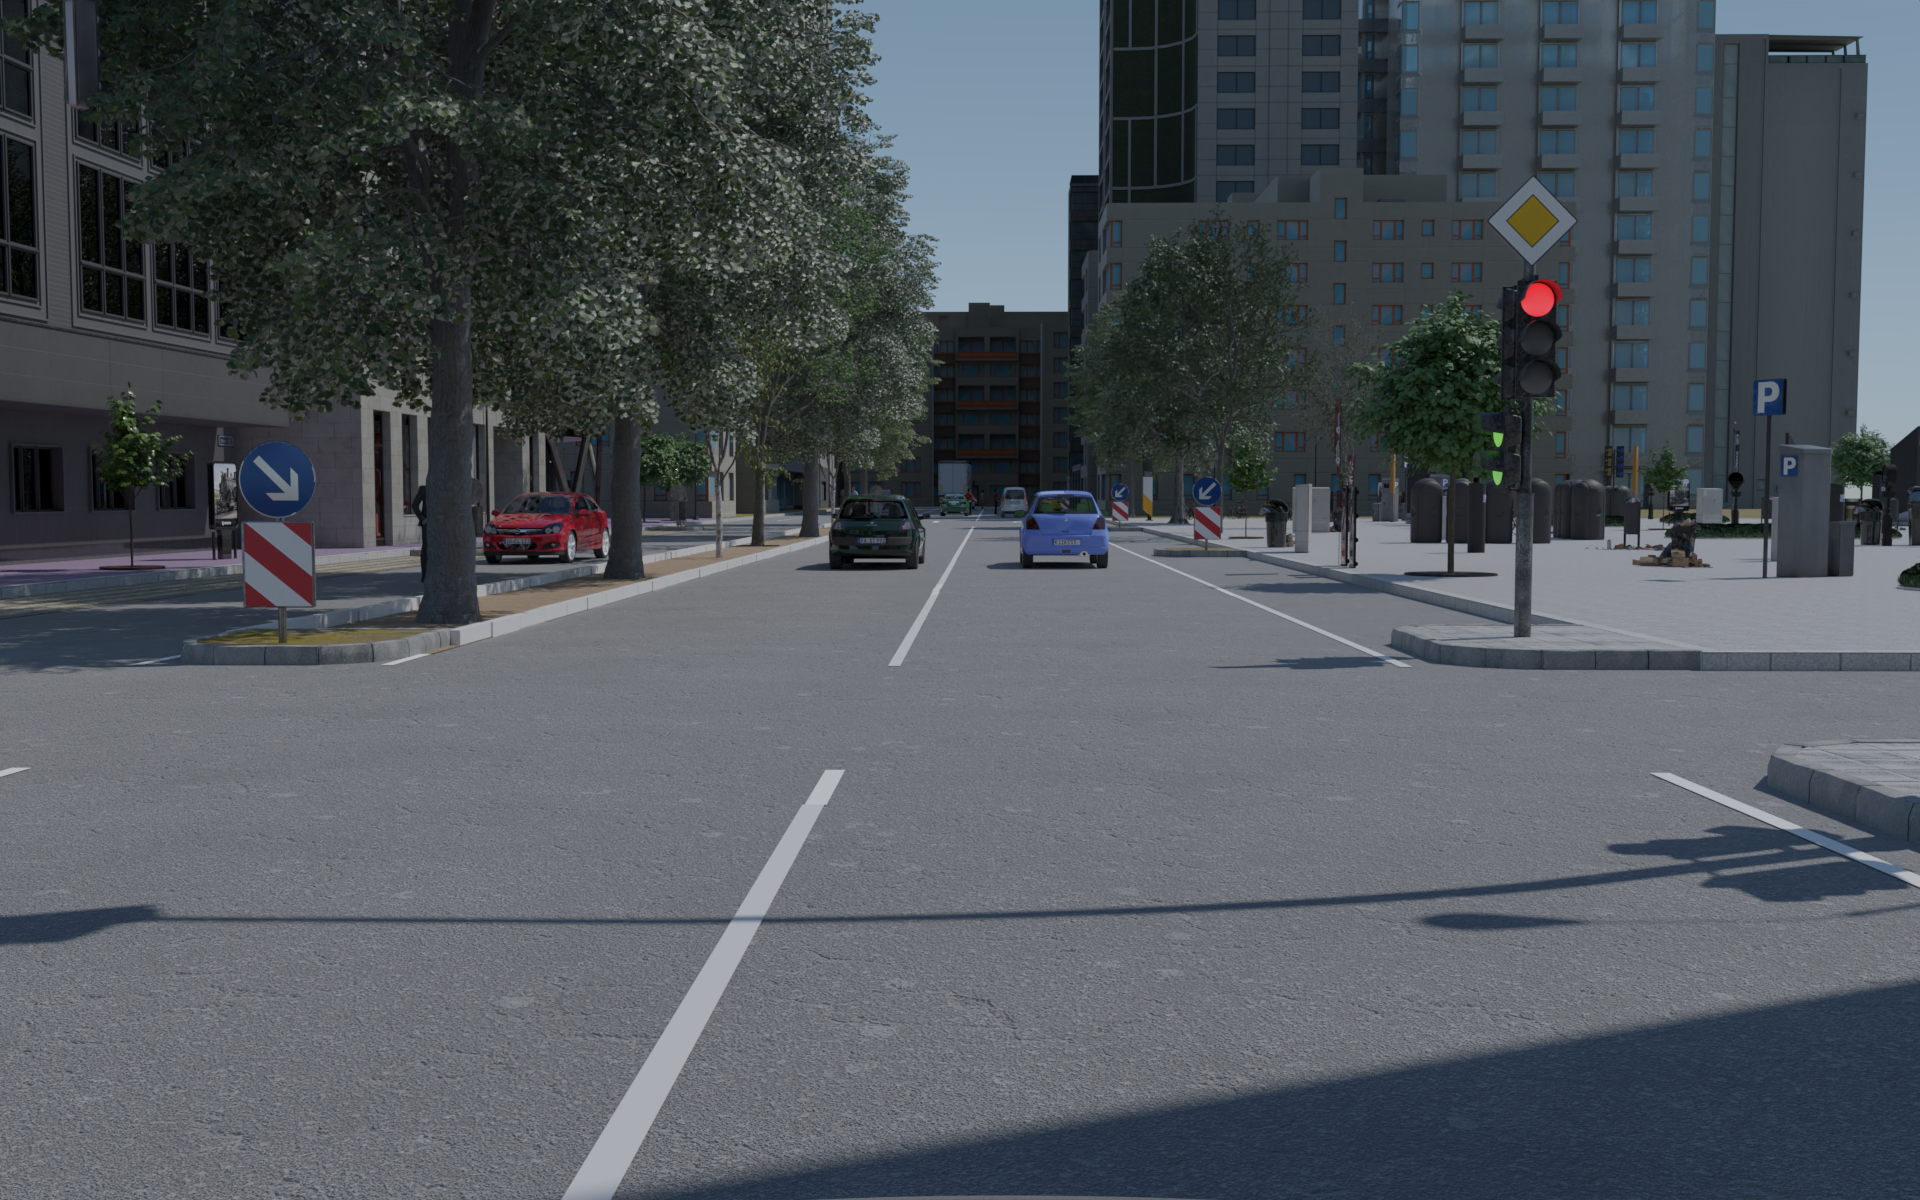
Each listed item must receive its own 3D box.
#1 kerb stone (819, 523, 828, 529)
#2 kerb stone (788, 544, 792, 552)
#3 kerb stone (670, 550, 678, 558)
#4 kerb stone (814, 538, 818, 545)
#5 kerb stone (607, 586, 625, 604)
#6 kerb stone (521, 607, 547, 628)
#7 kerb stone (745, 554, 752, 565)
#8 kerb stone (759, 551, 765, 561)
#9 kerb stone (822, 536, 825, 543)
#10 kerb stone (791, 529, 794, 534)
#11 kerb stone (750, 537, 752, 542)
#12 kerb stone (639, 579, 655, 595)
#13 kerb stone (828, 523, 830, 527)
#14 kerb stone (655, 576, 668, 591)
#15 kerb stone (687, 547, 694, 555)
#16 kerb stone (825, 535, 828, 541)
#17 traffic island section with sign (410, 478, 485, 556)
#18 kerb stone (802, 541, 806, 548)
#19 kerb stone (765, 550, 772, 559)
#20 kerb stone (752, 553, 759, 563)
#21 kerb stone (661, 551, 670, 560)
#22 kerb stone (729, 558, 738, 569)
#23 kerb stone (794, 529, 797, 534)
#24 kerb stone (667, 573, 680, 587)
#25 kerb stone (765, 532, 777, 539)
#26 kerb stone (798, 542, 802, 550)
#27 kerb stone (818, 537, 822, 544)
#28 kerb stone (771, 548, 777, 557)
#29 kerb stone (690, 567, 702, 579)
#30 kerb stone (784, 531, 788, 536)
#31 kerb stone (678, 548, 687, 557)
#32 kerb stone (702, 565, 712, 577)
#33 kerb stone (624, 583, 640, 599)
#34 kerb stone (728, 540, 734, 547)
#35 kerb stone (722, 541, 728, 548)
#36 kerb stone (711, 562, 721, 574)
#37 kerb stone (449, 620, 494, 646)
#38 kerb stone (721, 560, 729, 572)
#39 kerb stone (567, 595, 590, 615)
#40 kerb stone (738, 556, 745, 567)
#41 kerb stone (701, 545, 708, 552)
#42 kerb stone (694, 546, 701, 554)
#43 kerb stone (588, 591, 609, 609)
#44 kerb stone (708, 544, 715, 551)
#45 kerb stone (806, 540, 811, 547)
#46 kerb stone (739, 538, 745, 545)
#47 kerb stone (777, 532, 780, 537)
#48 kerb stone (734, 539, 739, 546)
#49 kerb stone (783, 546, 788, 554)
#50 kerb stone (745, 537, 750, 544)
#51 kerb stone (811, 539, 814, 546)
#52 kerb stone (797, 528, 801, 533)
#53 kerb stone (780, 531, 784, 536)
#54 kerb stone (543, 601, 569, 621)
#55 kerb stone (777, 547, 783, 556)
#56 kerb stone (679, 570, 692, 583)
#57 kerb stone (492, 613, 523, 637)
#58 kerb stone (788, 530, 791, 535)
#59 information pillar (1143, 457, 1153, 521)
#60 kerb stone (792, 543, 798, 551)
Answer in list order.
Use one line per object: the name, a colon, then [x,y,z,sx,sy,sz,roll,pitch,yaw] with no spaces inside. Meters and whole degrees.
kerb stone: [-5.809,-3.123,73.257,0.120,0.150,1.000,0,4,1]
kerb stone: [-4.283,-1.231,42.411,0.120,0.150,1.000,0,4,1]
kerb stone: [-6.456,-0.990,38.388,0.120,0.150,1.000,0,4,1]
kerb stone: [-4.167,-1.607,48.569,0.120,0.150,1.000,0,4,1]
kerb stone: [-4.636,-0.046,22.953,0.120,0.150,1.000,0,4,1]
kerb stone: [-4.709,0.209,18.852,0.120,0.150,1.000,0,4,1]
kerb stone: [-4.406,-0.795,35.245,0.120,0.150,1.000,0,4,1]
kerb stone: [-4.369,-0.923,37.296,0.120,0.150,1.000,0,4,1]
kerb stone: [-4.129,-1.736,50.616,0.120,0.150,1.000,0,4,1]
kerb stone: [-6.034,-2.365,60.949,0.120,0.150,1.000,0,4,1]
kerb stone: [-6.224,-1.741,50.698,0.120,0.150,1.000,0,4,1]
kerb stone: [-4.602,-0.171,24.997,0.120,0.150,1.000,0,4,1]
kerb stone: [-5.791,-3.186,74.281,0.120,0.150,1.000,0,4,1]
kerb stone: [-4.575,-0.235,26.030,0.120,0.150,1.000,0,4,1]
kerb stone: [-6.414,-1.115,40.448,0.120,0.150,1.000,0,4,1]
kerb stone: [-4.108,-1.801,51.645,0.120,0.150,1.000,0,4,1]
traffic island section with sign: [-11.573,-1.949,40.488,1.989,1.847,2.006,0,4,1]
kerb stone: [-4.219,-1.424,45.483,0.120,0.150,1.000,0,4,1]
kerb stone: [-4.349,-0.981,38.318,0.120,0.150,1.000,0,4,1]
kerb stone: [-4.398,-0.858,36.267,0.120,0.150,1.000,0,4,1]
kerb stone: [-6.472,-0.922,37.362,0.120,0.150,1.000,0,4,1]
kerb stone: [-4.441,-0.673,33.200,0.120,0.150,1.000,0,4,1]
kerb stone: [-6.022,-2.433,61.971,0.120,0.150,1.000,0,4,1]
kerb stone: [-4.557,-0.297,27.057,0.120,0.150,1.000,0,4,1]
kerb stone: [-6.117,-2.057,55.824,0.120,0.150,1.000,0,4,1]
kerb stone: [-4.236,-1.362,44.461,0.120,0.150,1.000,0,4,1]
kerb stone: [-4.137,-1.676,49.593,0.120,0.150,1.000,0,4,1]
kerb stone: [-4.331,-1.048,39.340,0.120,0.150,1.000,0,4,1]
kerb stone: [-4.529,-0.423,29.105,0.120,0.150,1.000,0,4,1]
kerb stone: [-6.071,-2.243,58.904,0.120,0.150,1.000,0,4,1]
kerb stone: [-6.429,-1.054,39.426,0.120,0.150,1.000,0,4,1]
kerb stone: [-4.495,-0.484,30.127,0.120,0.150,1.000,0,4,1]
kerb stone: [-4.620,-0.109,23.975,0.120,0.150,1.000,0,4,1]
kerb stone: [-6.291,-1.492,46.595,0.120,0.150,1.000,0,4,1]
kerb stone: [-6.314,-1.430,45.569,0.120,0.150,1.000,0,4,1]
kerb stone: [-4.486,-0.548,31.150,0.120,0.150,1.000,0,4,1]
kerb stone: [-4.756,0.330,16.808,0.120,0.150,1.000,0,4,1]
kerb stone: [-4.465,-0.610,32.172,0.120,0.150,1.000,0,4,1]
kerb stone: [-4.679,0.079,20.905,0.120,0.150,1.000,0,4,1]
kerb stone: [-4.432,-0.736,34.223,0.120,0.150,1.000,0,4,1]
kerb stone: [-6.381,-1.242,42.497,0.120,0.150,1.000,0,4,1]
kerb stone: [-6.395,-1.178,41.475,0.120,0.150,1.000,0,4,1]
kerb stone: [-4.653,0.016,21.931,0.120,0.150,1.000,0,4,1]
kerb stone: [-6.351,-1.303,43.523,0.120,0.150,1.000,0,4,1]
kerb stone: [-4.194,-1.486,46.517,0.120,0.150,1.000,0,4,1]
kerb stone: [-6.255,-1.613,48.649,0.120,0.150,1.000,0,4,1]
kerb stone: [-6.109,-2.119,56.850,0.120,0.150,1.000,0,4,1]
kerb stone: [-6.273,-1.555,47.618,0.120,0.150,1.000,0,4,1]
kerb stone: [-4.296,-1.174,41.384,0.120,0.150,1.000,0,4,1]
kerb stone: [-6.237,-1.678,49.676,0.120,0.150,1.000,0,4,1]
kerb stone: [-4.183,-1.545,47.547,0.120,0.150,1.000,0,4,1]
kerb stone: [-5.993,-2.495,62.992,0.120,0.150,1.000,0,4,1]
kerb stone: [-6.094,-2.183,57.882,0.120,0.150,1.000,0,4,1]
kerb stone: [-4.695,0.142,19.874,0.120,0.150,1.000,0,4,1]
kerb stone: [-4.314,-1.110,40.362,0.120,0.150,1.000,0,4,1]
kerb stone: [-4.540,-0.360,28.080,0.120,0.150,1.000,0,4,1]
kerb stone: [-4.723,0.267,17.829,0.120,0.150,1.000,0,4,1]
kerb stone: [-6.054,-2.308,59.926,0.120,0.150,1.000,0,4,1]
information pillar: [9.023,-5.613,83.119,0.504,3.616,0.183,-1,4,-20]
kerb stone: [-4.250,-1.295,43.436,0.120,0.150,1.000,0,4,1]
